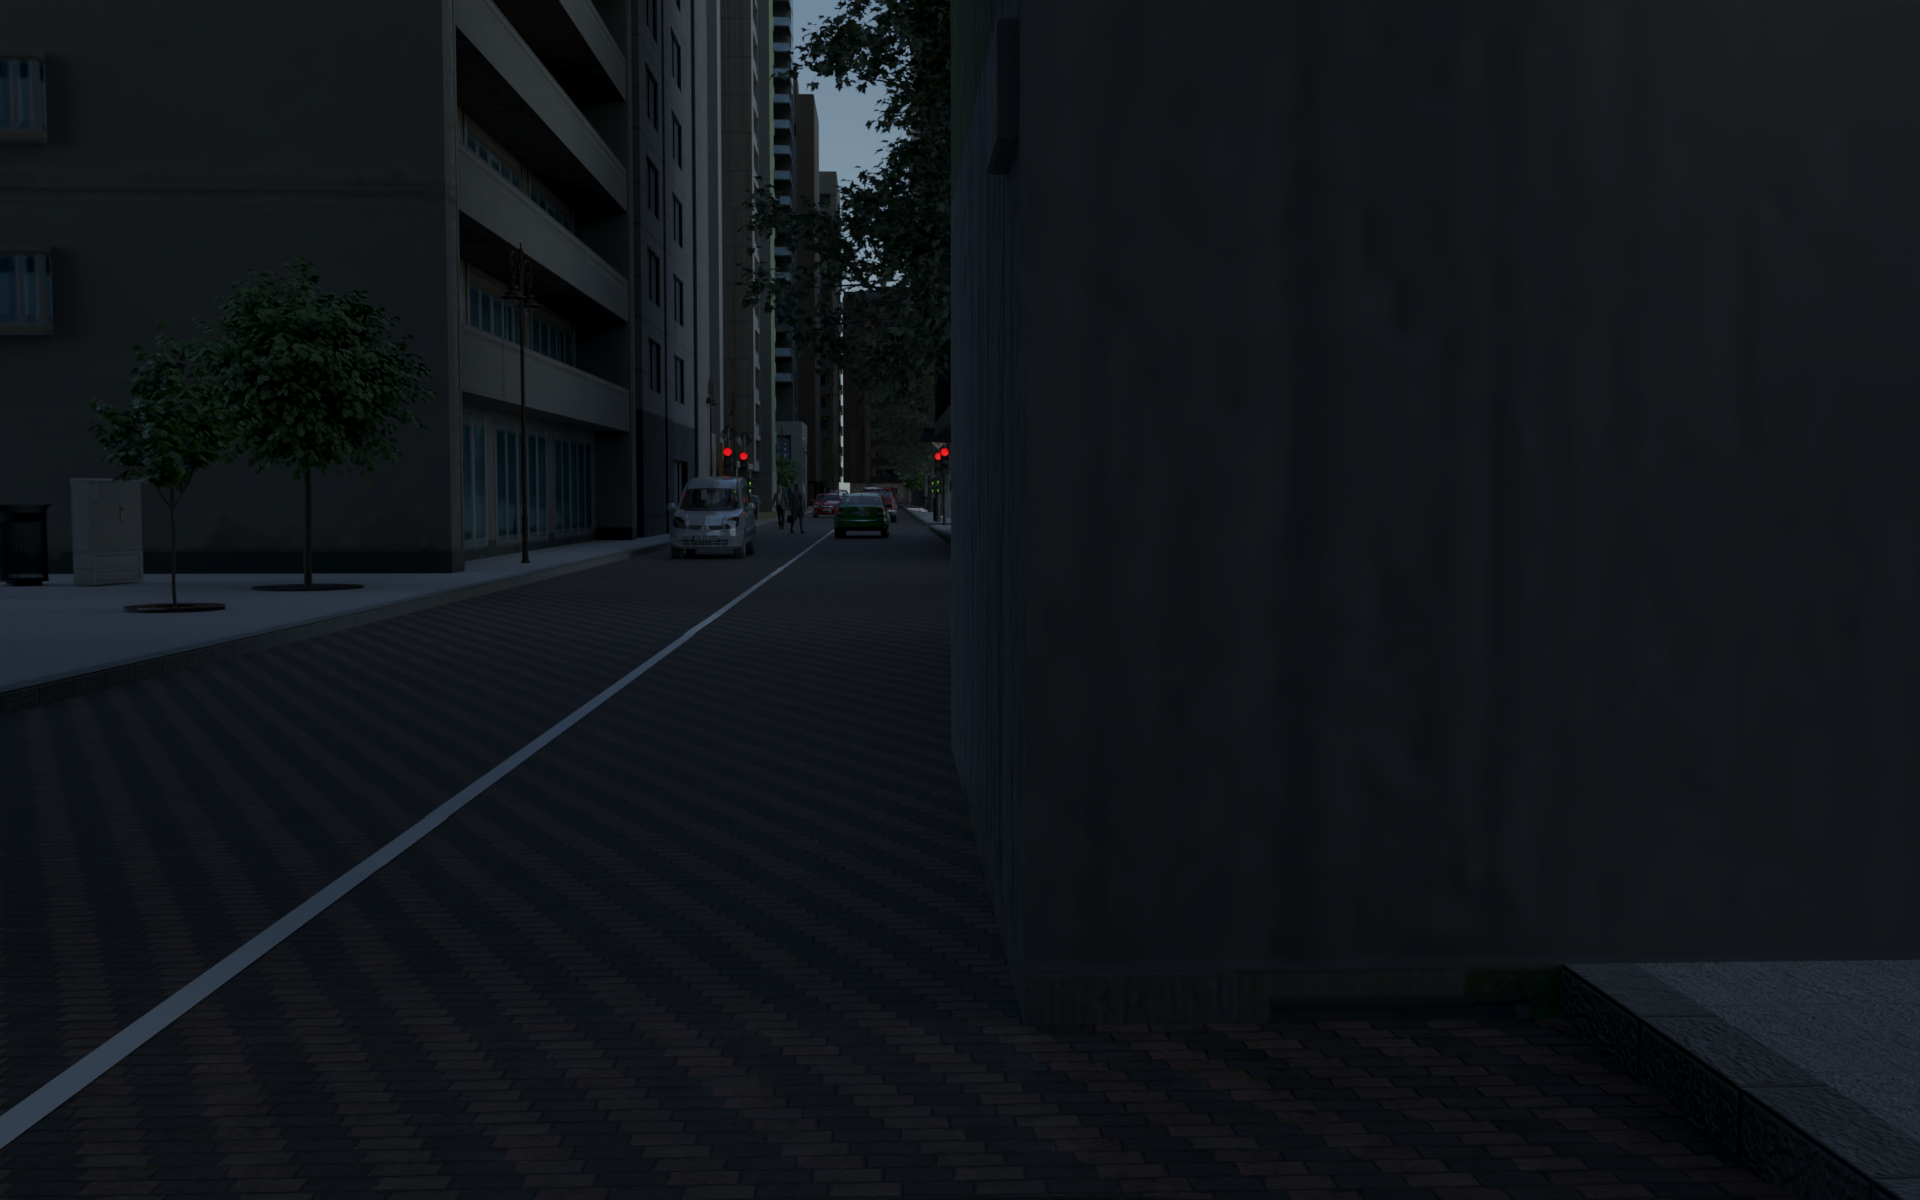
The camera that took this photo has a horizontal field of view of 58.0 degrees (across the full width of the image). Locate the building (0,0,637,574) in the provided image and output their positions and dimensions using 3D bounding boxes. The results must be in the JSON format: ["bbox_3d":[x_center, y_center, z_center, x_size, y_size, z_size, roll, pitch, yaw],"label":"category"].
[{"bbox_3d":[-19.313,-25.250,36.541,21.300,48.544,21.600,0,4,-2],"label":"building"}]

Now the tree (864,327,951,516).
[{"bbox_3d":[-1.984,-13.166,121.922,9.857,13.997,8.962,0,3,0],"label":"tree"}]

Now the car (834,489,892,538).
[{"bbox_3d":[-3.269,-3.029,58.328,1.959,1.807,4.718,0,4,-1],"label":"car"}]

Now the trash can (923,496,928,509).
[{"bbox_3d":[-2.828,-8.227,146.170,0.748,1.137,0.748,0,3,0],"label":"trash can"}]

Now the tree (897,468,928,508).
[{"bbox_3d":[-4.082,-10.617,157.308,4.285,4.588,4.351,0,3,0],"label":"tree"}]

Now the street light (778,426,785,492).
[{"bbox_3d":[-11.807,-8.695,114.950,0.468,5.910,1.993,0,4,-2],"label":"street light"}]

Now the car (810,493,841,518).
[{"bbox_3d":[-8.094,-5.948,106.294,2.155,1.783,4.494,0,4,-3],"label":"car"}]

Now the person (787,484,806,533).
[{"bbox_3d":[-5.926,-3.336,63.150,0.694,1.812,0.767,-2,4,-31],"label":"person"}]

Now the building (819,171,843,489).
[{"bbox_3d":[-27.720,-38.088,246.437,21.600,48.544,21.300,0,4,-2],"label":"building"}]

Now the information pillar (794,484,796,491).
[{"bbox_3d":[-11.559,-7.207,122.326,0.304,2.012,0.304,1,4,8],"label":"information pillar"}]

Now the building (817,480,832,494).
[{"bbox_3d":[-30.877,-34.377,216.694,28.867,44.769,22.147,0,4,-2],"label":"building"}]

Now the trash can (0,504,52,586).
[{"bbox_3d":[-13.112,-0.770,24.242,0.748,1.137,0.748,0,3,0],"label":"trash can"}]

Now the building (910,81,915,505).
[{"bbox_3d":[4.362,-41.167,215.080,21.231,58.520,28.212,0,4,-2],"label":"building"}]

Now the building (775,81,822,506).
[{"bbox_3d":[-22.579,-33.035,190.240,14.600,45.320,14.200,0,4,-2],"label":"building"}]

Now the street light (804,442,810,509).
[{"bbox_3d":[-13.344,-10.929,151.483,0.468,5.910,1.993,0,4,-2],"label":"street light"}]

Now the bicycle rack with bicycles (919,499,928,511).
[{"bbox_3d":[-1.785,-6.995,127.749,2.852,0.926,2.925,-2,4,-28],"label":"bicycle rack with bicycles"}]

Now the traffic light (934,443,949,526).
[{"bbox_3d":[-0.652,-4.988,70.476,0.839,4.253,0.868,0,4,-2],"label":"traffic light"}]

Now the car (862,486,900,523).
[{"bbox_3d":[-4.217,-4.863,88.187,2.281,1.827,5.304,0,4,-2],"label":"car"}]

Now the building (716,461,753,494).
[{"bbox_3d":[-27.927,-24.587,93.882,32.217,40.220,23.993,0,4,-2],"label":"building"}]

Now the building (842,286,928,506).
[{"bbox_3d":[-9.540,-28.885,243.976,14.107,30.474,14.160,0,4,-2],"label":"building"}]

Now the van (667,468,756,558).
[{"bbox_3d":[-5.674,-2.016,39.979,2.013,2.044,4.112,0,4,-2],"label":"van"}]

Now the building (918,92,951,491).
[{"bbox_3d":[10.354,-35.666,172.377,28.713,52.752,27.495,0,4,-2],"label":"building"}]

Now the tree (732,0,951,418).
[{"bbox_3d":[1.949,-6.623,25.292,9.611,12.733,9.660,0,3,0],"label":"tree"}]

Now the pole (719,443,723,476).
[{"bbox_3d":[-9.466,-4.574,68.630,0.158,3.312,0.155,0,3,0],"label":"pole"}]

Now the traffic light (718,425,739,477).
[{"bbox_3d":[-9.355,-4.964,70.082,0.839,4.253,0.868,0,4,-2],"label":"traffic light"}]

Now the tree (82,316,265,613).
[{"bbox_3d":[-8.817,-1.496,19.060,1.663,3.219,1.824,0,3,0],"label":"tree"}]

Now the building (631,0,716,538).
[{"bbox_3d":[-19.868,-37.927,58.364,20.611,71.187,20.563,0,4,-2],"label":"building"}]

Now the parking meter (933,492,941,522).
[{"bbox_3d":[-1.078,-4.436,80.935,0.372,1.533,0.369,0,3,0],"label":"parking meter"}]

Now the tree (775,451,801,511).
[{"bbox_3d":[-13.798,-9.070,132.001,4.285,4.588,4.351,0,3,0],"label":"tree"}]

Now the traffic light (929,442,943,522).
[{"bbox_3d":[-1.001,-5.476,78.453,0.839,4.253,0.868,0,4,-2],"label":"traffic light"}]

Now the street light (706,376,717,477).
[{"bbox_3d":[-9.808,-5.837,68.227,0.468,5.910,1.993,0,4,-2],"label":"street light"}]

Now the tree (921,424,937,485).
[{"bbox_3d":[-1.902,-11.041,130.887,4.737,8.622,4.395,0,3,0],"label":"tree"}]

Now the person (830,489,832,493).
[{"bbox_3d":[-9.236,-7.082,124.690,0.834,1.777,0.661,-1,4,-23],"label":"person"}]

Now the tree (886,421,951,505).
[{"bbox_3d":[-3.410,-14.173,149.853,7.486,12.596,7.792,0,3,0],"label":"tree"}]

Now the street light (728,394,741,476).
[{"bbox_3d":[-10.193,-6.452,78.282,0.468,5.910,1.993,0,4,-2],"label":"street light"}]

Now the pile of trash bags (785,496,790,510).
[{"bbox_3d":[-14.288,-7.918,139.209,1.912,1.369,3.447,2,4,26],"label":"pile of trash bags"}]

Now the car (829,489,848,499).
[{"bbox_3d":[-9.806,-8.011,139.660,2.281,1.827,5.304,0,4,-4],"label":"car"}]

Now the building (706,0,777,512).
[{"bbox_3d":[-20.428,-26.764,121.192,14.154,41.232,14.086,0,4,-2],"label":"building"}]

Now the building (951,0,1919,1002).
[{"bbox_3d":[6.886,-19.997,10.539,14.154,41.232,14.086,0,4,-2],"label":"building"}]

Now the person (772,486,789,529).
[{"bbox_3d":[-7.337,-3.780,70.709,0.661,1.777,0.834,0,4,-3],"label":"person"}]

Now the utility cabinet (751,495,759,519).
[{"bbox_3d":[-10.830,-4.744,88.720,1.020,1.237,0.306,-2,4,-29],"label":"utility cabinet"}]

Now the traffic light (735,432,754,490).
[{"bbox_3d":[-9.703,-5.452,78.059,0.839,4.253,0.868,0,4,-2],"label":"traffic light"}]

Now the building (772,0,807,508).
[{"bbox_3d":[-25.825,-52.207,166.262,22.319,86.520,31.000,0,4,-2],"label":"building"}]

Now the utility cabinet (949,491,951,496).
[{"bbox_3d":[-0.288,-6.561,115.958,1.173,1.500,0.318,2,4,23],"label":"utility cabinet"}]

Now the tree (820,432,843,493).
[{"bbox_3d":[-15.684,-15.392,202.021,4.737,8.622,4.395,0,3,0],"label":"tree"}]

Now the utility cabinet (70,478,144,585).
[{"bbox_3d":[-12.049,-0.968,24.509,0.318,1.500,1.173,0,4,7],"label":"utility cabinet"}]

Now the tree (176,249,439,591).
[{"bbox_3d":[-8.790,-2.424,23.346,4.285,4.588,4.351,0,3,0],"label":"tree"}]

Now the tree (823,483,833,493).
[{"bbox_3d":[-17.727,-14.435,230.605,1.663,3.219,1.824,0,3,0],"label":"tree"}]

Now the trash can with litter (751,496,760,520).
[{"bbox_3d":[-10.326,-4.600,86.595,0.624,1.170,1.055,0,4,-1],"label":"trash can with litter"}]

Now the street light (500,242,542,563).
[{"bbox_3d":[-8.083,-3.624,32.037,0.468,5.910,1.993,0,4,-2],"label":"street light"}]

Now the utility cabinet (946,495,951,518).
[{"bbox_3d":[-0.570,-5.026,93.343,0.306,1.237,1.020,0,4,3],"label":"utility cabinet"}]
